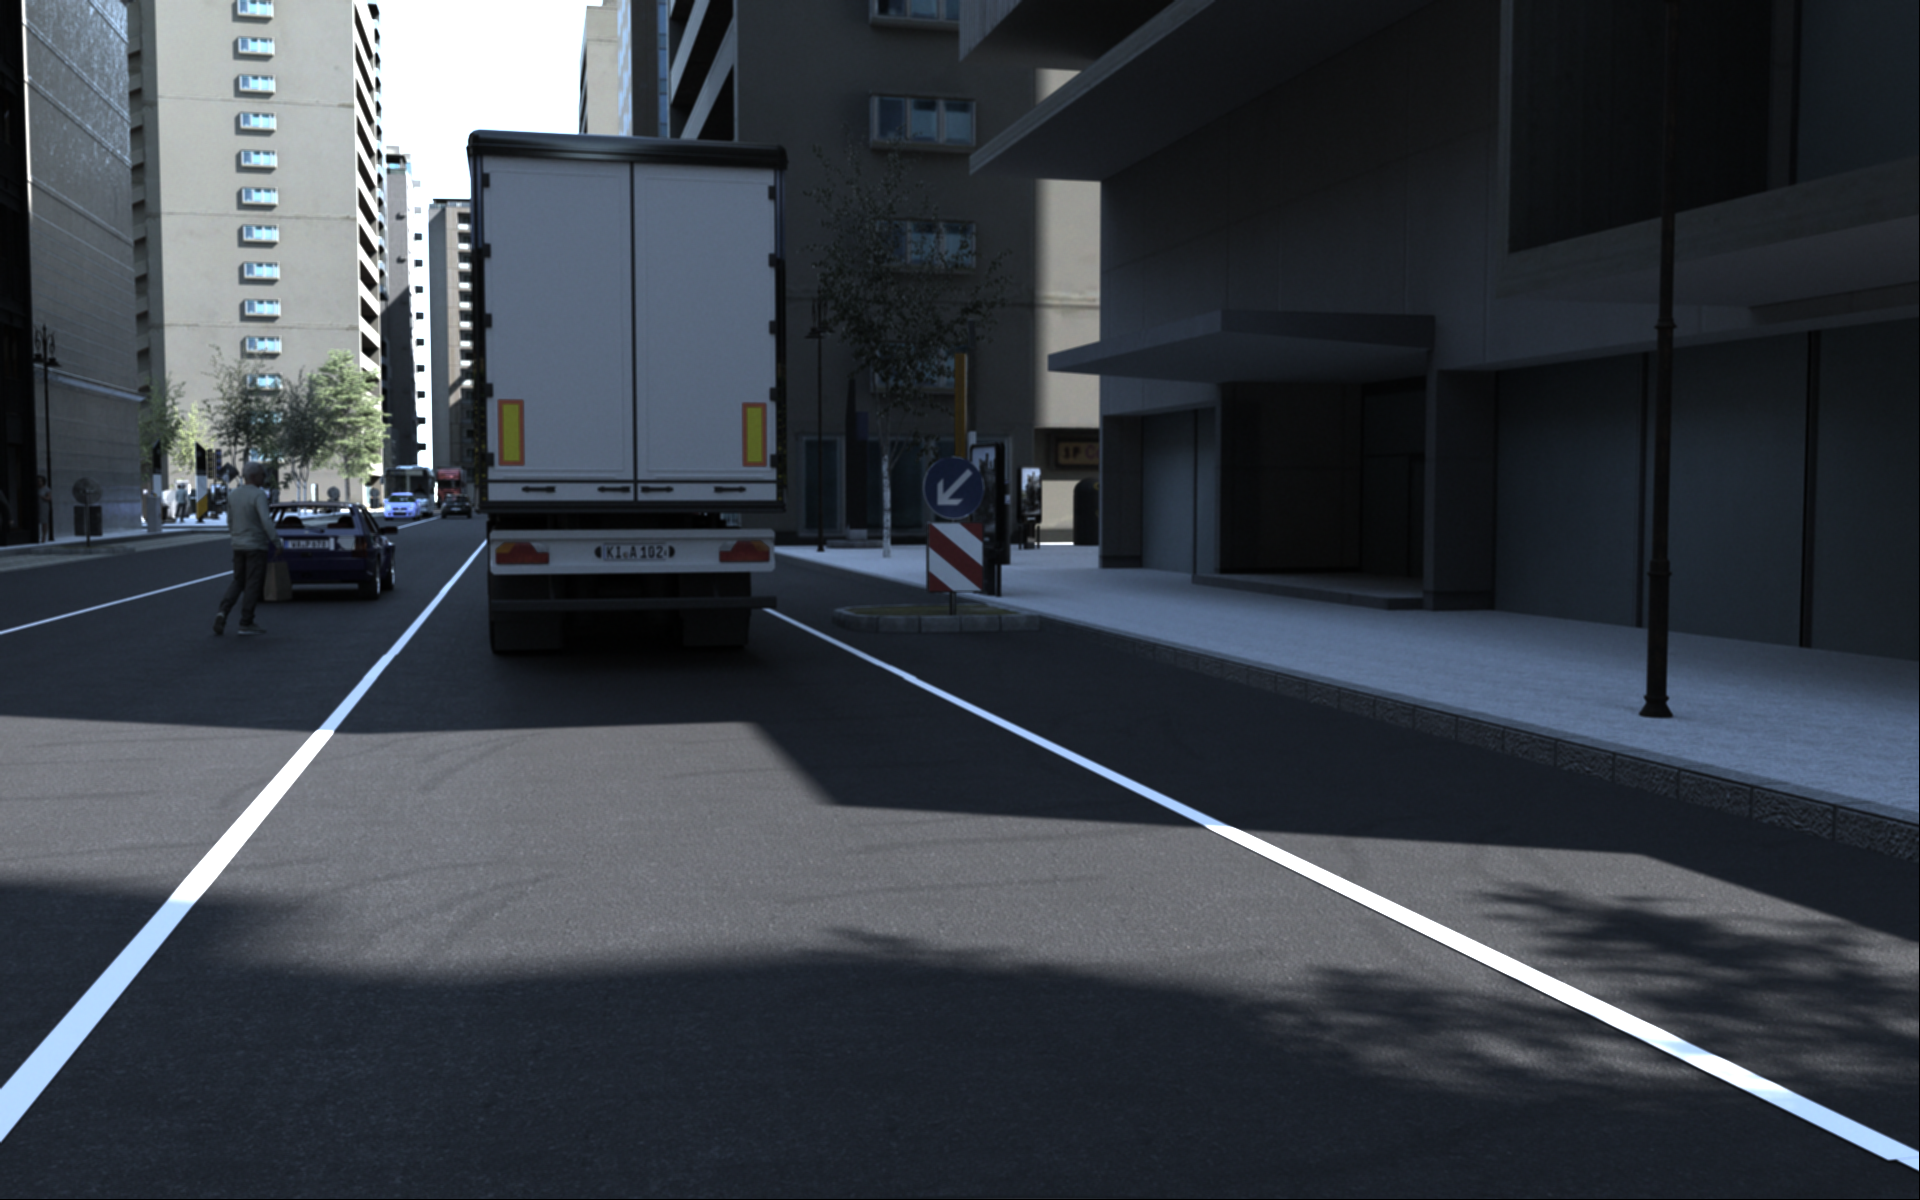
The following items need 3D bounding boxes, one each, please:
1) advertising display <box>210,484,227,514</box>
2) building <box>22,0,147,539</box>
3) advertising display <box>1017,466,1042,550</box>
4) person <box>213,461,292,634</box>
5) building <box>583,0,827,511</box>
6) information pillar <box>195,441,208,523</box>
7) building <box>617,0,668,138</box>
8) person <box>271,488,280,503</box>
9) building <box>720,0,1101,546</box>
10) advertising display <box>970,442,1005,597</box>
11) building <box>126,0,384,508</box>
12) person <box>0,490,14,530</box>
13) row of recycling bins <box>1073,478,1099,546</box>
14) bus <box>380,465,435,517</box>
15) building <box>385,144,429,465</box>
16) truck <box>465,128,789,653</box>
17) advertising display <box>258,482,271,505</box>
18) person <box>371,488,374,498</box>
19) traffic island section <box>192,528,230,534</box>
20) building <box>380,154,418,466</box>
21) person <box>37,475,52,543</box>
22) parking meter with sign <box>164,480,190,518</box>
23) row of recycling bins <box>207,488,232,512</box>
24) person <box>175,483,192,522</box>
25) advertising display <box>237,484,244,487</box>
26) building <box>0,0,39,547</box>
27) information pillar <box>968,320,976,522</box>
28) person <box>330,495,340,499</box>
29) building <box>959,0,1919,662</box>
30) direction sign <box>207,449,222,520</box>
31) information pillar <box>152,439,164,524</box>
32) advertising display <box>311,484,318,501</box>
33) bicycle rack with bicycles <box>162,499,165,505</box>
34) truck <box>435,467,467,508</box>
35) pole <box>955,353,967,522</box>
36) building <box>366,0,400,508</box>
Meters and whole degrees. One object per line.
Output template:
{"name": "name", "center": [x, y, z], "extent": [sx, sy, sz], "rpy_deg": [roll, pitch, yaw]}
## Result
{"name": "advertising display", "center": [-46.959, -6.393, 109.742], "extent": [0.974, 1.923, 0.123], "rpy_deg": [0, 4, -3]}
{"name": "building", "center": [-48.281, -16.643, 48.530], "extent": [44.131, 29.872, 17.030], "rpy_deg": [-1, 4, -14]}
{"name": "advertising display", "center": [1.612, -2.144, 40.261], "extent": [0.123, 1.923, 0.974], "rpy_deg": [2, 4, 32]}
{"name": "person", "center": [-7.211, -0.531, 17.664], "extent": [0.782, 1.767, 0.515], "rpy_deg": [2, 4, 27]}
{"name": "building", "center": [-25.679, -33.345, 168.892], "extent": [21.300, 48.544, 21.600], "rpy_deg": [-1, 4, -14]}
{"name": "information pillar", "center": [-33.703, -5.233, 76.910], "extent": [0.183, 3.616, 0.504], "rpy_deg": [3, 5, 40]}
{"name": "building", "center": [-13.556, -27.909, 106.417], "extent": [14.600, 45.320, 14.200], "rpy_deg": [-1, 4, -14]}
{"name": "person", "center": [-46.249, -6.795, 116.940], "extent": [0.655, 1.846, 0.447], "rpy_deg": [-2, 4, -35]}
{"name": "building", "center": [2.406, -26.311, 53.880], "extent": [21.300, 48.544, 21.600], "rpy_deg": [-1, 4, -14]}
{"name": "advertising display", "center": [0.342, -1.025, 21.975], "extent": [0.123, 1.923, 0.974], "rpy_deg": [-1, 4, -19]}
{"name": "building", "center": [-62.590, -32.219, 150.485], "extent": [21.300, 48.544, 21.600], "rpy_deg": [-1, 4, -14]}
{"name": "person", "center": [-18.859, -1.554, 33.682], "extent": [0.659, 1.850, 0.755], "rpy_deg": [-1, 4, -14]}
{"name": "row of recycling bins", "center": [4.605, -2.221, 43.418], "extent": [3.534, 1.692, 1.069], "rpy_deg": [0, 4, -1]}
{"name": "bus", "center": [-34.547, -6.974, 108.884], "extent": [2.948, 3.499, 13.247], "rpy_deg": [-1, 4, -15]}
{"name": "building", "center": [-87.346, -37.443, 231.793], "extent": [30.456, 49.044, 23.786], "rpy_deg": [-1, 4, -14]}
{"name": "truck", "center": [-3.960, -1.842, 19.026], "extent": [2.839, 4.237, 11.283], "rpy_deg": [-1, 4, -14]}
{"name": "advertising display", "center": [-37.992, -5.439, 94.144], "extent": [0.974, 1.923, 0.123], "rpy_deg": [-1, 4, -13]}
{"name": "person", "center": [-49.455, -8.543, 145.735], "extent": [0.705, 1.823, 1.348], "rpy_deg": [-1, 4, -17]}
{"name": "traffic island section", "center": [-26.778, -2.513, 63.371], "extent": [2.009, 0.180, 2.903], "rpy_deg": [-1, 4, -14]}
{"name": "building", "center": [-72.974, -32.107, 208.548], "extent": [14.086, 41.232, 14.154], "rpy_deg": [-1, 4, -14]}
{"name": "person", "center": [-24.149, -2.377, 45.257], "extent": [0.716, 1.782, 0.532], "rpy_deg": [0, 4, -4]}
{"name": "parking meter with sign", "center": [-42.255, -5.979, 94.017], "extent": [1.738, 3.016, 0.543], "rpy_deg": [-2, 4, -27]}
{"name": "row of recycling bins", "center": [-53.330, -7.233, 125.372], "extent": [3.534, 1.692, 1.069], "rpy_deg": [1, 4, 16]}
{"name": "person", "center": [-35.195, -4.401, 78.491], "extent": [0.782, 1.767, 0.515], "rpy_deg": [0, 4, 3]}
{"name": "advertising display", "center": [-46.834, -6.586, 112.896], "extent": [0.123, 1.923, 0.974], "rpy_deg": [0, 3, 0]}
{"name": "building", "center": [-27.941, -12.564, 35.097], "extent": [12.332, 23.373, 15.834], "rpy_deg": [-1, 4, -14]}
{"name": "information pillar", "center": [0.158, -1.942, 23.113], "extent": [0.183, 3.616, 0.504], "rpy_deg": [0, 4, -3]}
{"name": "person", "center": [-45.093, -7.279, 125.023], "extent": [0.822, 1.834, 0.622], "rpy_deg": [3, 5, 43]}
{"name": "building", "center": [16.122, -26.303, 19.287], "extent": [28.713, 52.752, 27.495], "rpy_deg": [-1, 4, -14]}
{"name": "direction sign", "center": [-37.563, -5.830, 87.318], "extent": [0.876, 3.537, 0.379], "rpy_deg": [1, 4, 19]}
{"name": "information pillar", "center": [-33.748, -4.984, 72.835], "extent": [0.183, 3.616, 0.504], "rpy_deg": [0, 4, 6]}
{"name": "advertising display", "center": [-41.036, -6.417, 110.131], "extent": [0.123, 1.923, 0.974], "rpy_deg": [-3, 4, -37]}
{"name": "bicycle rack with bicycles", "center": [-53.459, -6.233, 115.297], "extent": [2.852, 0.926, 2.925], "rpy_deg": [0, 4, 0]}
{"name": "truck", "center": [-52.422, -11.599, 178.554], "extent": [2.839, 4.237, 11.283], "rpy_deg": [-1, 4, -13]}
{"name": "pole", "center": [0.008, -1.919, 25.224], "extent": [0.158, 3.312, 0.155], "rpy_deg": [0, 3, 0]}
{"name": "building", "center": [-68.747, -52.742, 174.999], "extent": [22.319, 86.520, 31.000], "rpy_deg": [-1, 4, -14]}
